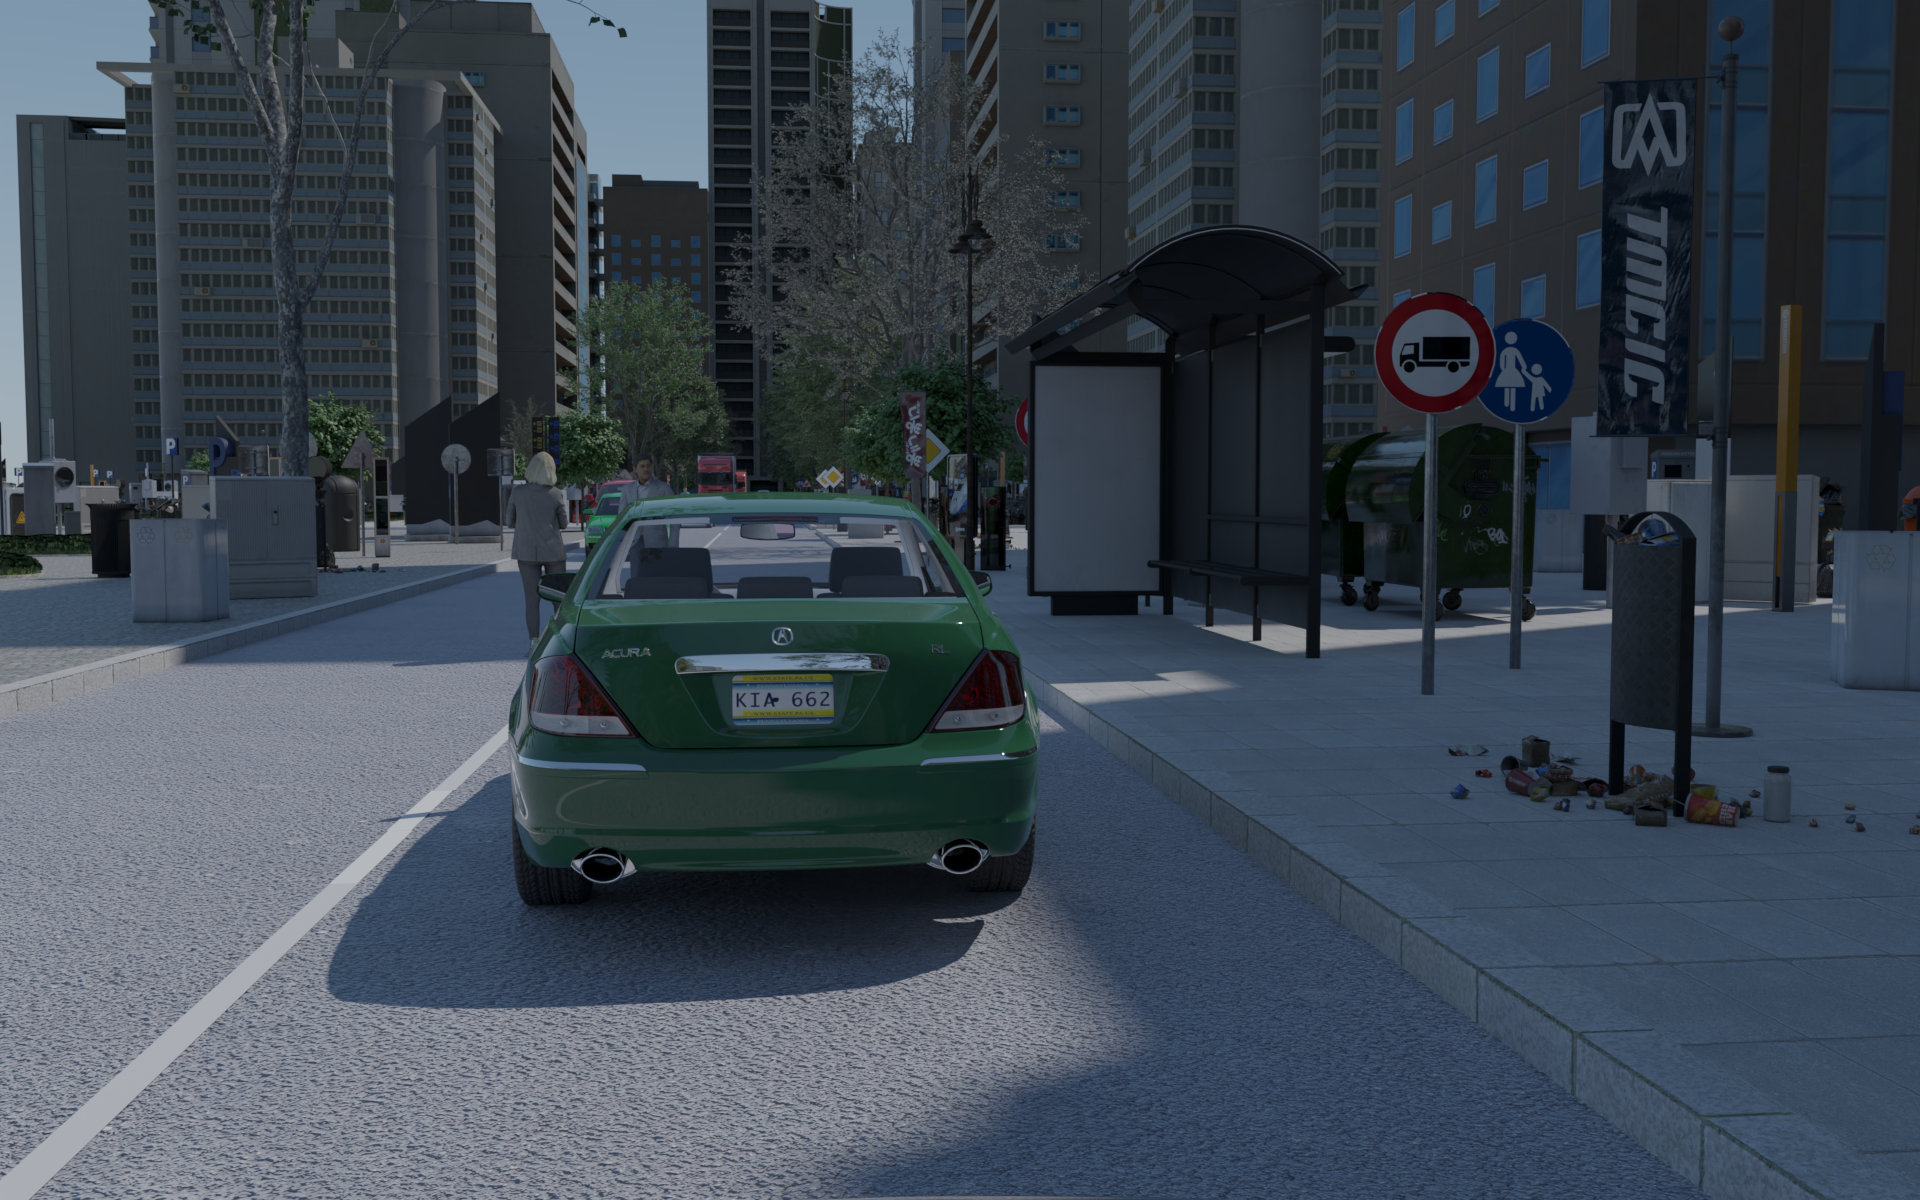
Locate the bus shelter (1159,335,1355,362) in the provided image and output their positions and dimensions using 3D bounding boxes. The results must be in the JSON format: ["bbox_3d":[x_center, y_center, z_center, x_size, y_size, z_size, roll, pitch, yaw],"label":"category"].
[{"bbox_3d":[3.709,-3.029,27.160,2.179,5.291,8.768,0,4,-7],"label":"bus shelter"}]

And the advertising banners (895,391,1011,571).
[{"bbox_3d":[-0.106,-2.017,29.165,2.074,3.025,0.090,2,4,25],"label":"advertising banners"}]

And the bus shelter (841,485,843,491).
[{"bbox_3d":[-9.081,-8.912,139.626,2.014,3.302,5.546,0,4,-7],"label":"bus shelter"}]

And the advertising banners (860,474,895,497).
[{"bbox_3d":[-2.561,-3.909,60.104,2.074,3.025,0.090,0,4,1],"label":"advertising banners"}]

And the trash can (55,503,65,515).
[{"bbox_3d":[-62.281,-6.577,119.194,0.748,1.137,0.748,0,3,0],"label":"trash can"}]

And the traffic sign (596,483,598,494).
[{"bbox_3d":[-15.633,-4.562,74.698,0.768,2.556,0.104,0,4,-4],"label":"traffic sign"}]

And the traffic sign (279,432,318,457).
[{"bbox_3d":[-12.849,-2.050,33.628,0.768,2.556,0.104,0,4,3],"label":"traffic sign"}]

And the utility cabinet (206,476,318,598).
[{"bbox_3d":[-8.566,-0.774,21.326,1.173,1.500,0.318,-3,4,-37],"label":"utility cabinet"}]

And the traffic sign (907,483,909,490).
[{"bbox_3d":[-1.880,-3.841,62.900,0.768,2.556,0.104,0,4,3],"label":"traffic sign"}]

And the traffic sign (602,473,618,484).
[{"bbox_3d":[-12.487,-3.527,61.316,0.795,2.450,0.064,0,4,-6],"label":"traffic sign"}]

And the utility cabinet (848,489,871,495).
[{"bbox_3d":[-4.776,-4.438,81.234,1.173,1.500,0.318,-2,4,-34],"label":"utility cabinet"}]

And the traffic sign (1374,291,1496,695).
[{"bbox_3d":[2.995,-0.667,11.014,0.768,2.556,0.104,0,4,1],"label":"traffic sign"}]

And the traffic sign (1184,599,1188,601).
[{"bbox_3d":[2.737,-1.265,20.794,0.768,2.556,0.104,0,4,1],"label":"traffic sign"}]

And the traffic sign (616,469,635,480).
[{"bbox_3d":[-13.388,-4.013,69.251,0.795,2.450,0.064,0,4,-6],"label":"traffic sign"}]

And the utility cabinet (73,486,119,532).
[{"bbox_3d":[-23.508,-2.355,47.177,0.318,1.500,1.173,2,4,26],"label":"utility cabinet"}]

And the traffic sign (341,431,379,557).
[{"bbox_3d":[-12.245,-2.171,35.501,0.884,2.594,0.081,0,4,-2],"label":"traffic sign"}]

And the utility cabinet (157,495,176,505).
[{"bbox_3d":[-49.817,-5.968,108.740,1.020,1.237,0.306,0,4,3],"label":"utility cabinet"}]

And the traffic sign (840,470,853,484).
[{"bbox_3d":[-6.046,-5.608,91.802,0.768,2.556,0.104,0,4,-4],"label":"traffic sign"}]

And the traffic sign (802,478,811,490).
[{"bbox_3d":[-12.272,-8.487,138.758,0.884,2.594,0.081,0,4,2],"label":"traffic sign"}]

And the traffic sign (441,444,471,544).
[{"bbox_3d":[-12.811,-2.686,44.028,0.768,2.556,0.104,0,4,3],"label":"traffic sign"}]

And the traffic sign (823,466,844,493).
[{"bbox_3d":[-4.541,-3.581,62.195,0.795,2.450,0.064,0,4,-6],"label":"traffic sign"}]

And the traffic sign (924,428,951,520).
[{"bbox_3d":[-0.560,-1.785,30.366,0.795,2.450,0.064,0,4,-4],"label":"traffic sign"}]

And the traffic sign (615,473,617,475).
[{"bbox_3d":[-20.467,-6.304,103.079,0.884,2.594,0.081,0,4,3],"label":"traffic sign"}]

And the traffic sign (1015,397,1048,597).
[{"bbox_3d":[1.058,-1.310,21.524,0.768,2.556,0.104,0,4,-6],"label":"traffic sign"}]

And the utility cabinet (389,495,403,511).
[{"bbox_3d":[-33.493,-5.589,102.548,1.020,1.237,0.306,-3,5,-44],"label":"utility cabinet"}]

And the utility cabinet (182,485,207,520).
[{"bbox_3d":[-18.837,-2.125,43.417,1.173,1.500,0.318,-1,4,-20],"label":"utility cabinet"}]

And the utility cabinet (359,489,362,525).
[{"bbox_3d":[-24.894,-3.776,70.411,1.173,1.500,0.318,-2,4,-24],"label":"utility cabinet"}]

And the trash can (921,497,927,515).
[{"bbox_3d":[-1.554,-4.173,79.874,0.748,1.137,0.748,0,3,0],"label":"trash can"}]

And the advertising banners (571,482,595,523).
[{"bbox_3d":[-16.819,-4.867,75.770,2.074,3.025,0.090,-2,4,-34],"label":"advertising banners"}]

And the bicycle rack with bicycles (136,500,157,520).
[{"bbox_3d":[-40.704,-4.398,85.291,2.925,0.926,2.852,-1,4,-21],"label":"bicycle rack with bicycles"}]

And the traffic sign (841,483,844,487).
[{"bbox_3d":[-6.755,-6.142,101.611,0.795,2.450,0.064,0,4,1],"label":"traffic sign"}]

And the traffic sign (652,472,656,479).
[{"bbox_3d":[-16.247,-5.565,90.991,0.884,2.594,0.081,0,4,-5],"label":"traffic sign"}]

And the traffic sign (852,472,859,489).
[{"bbox_3d":[-6.090,-6.008,98.338,0.768,2.556,0.104,0,4,-3],"label":"traffic sign"}]

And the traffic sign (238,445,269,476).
[{"bbox_3d":[-14.822,-2.094,36.369,0.606,2.300,0.079,0,4,-6],"label":"traffic sign"}]

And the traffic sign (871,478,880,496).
[{"bbox_3d":[-3.404,-4.272,71.038,0.795,2.450,0.064,0,4,3],"label":"traffic sign"}]

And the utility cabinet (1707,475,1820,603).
[{"bbox_3d":[9.487,-0.723,20.504,1.173,1.500,0.318,3,5,41],"label":"utility cabinet"}]

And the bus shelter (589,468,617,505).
[{"bbox_3d":[-19.747,-7.035,92.661,2.179,5.291,8.768,0,4,-6],"label":"bus shelter"}]

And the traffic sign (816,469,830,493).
[{"bbox_3d":[-5.443,-4.066,70.129,0.795,2.450,0.064,0,4,-6],"label":"traffic sign"}]

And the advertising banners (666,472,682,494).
[{"bbox_3d":[-22.657,-8.677,138.050,0.090,3.025,2.074,3,4,38],"label":"advertising banners"}]

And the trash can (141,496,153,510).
[{"bbox_3d":[-52.358,-6.116,111.658,0.748,1.137,0.748,0,3,0],"label":"trash can"}]

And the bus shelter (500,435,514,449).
[{"bbox_3d":[-14.886,-3.575,52.381,2.014,3.302,5.546,0,4,-6],"label":"bus shelter"}]

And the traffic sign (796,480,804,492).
[{"bbox_3d":[-13.121,-8.722,142.705,0.768,2.556,0.104,0,4,-3],"label":"traffic sign"}]

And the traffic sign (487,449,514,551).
[{"bbox_3d":[-10.368,-2.264,39.139,0.606,2.300,0.079,0,4,0],"label":"traffic sign"}]

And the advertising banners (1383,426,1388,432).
[{"bbox_3d":[10.971,-3.015,45.487,0.090,3.025,2.074,0,4,2],"label":"advertising banners"}]

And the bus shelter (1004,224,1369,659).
[{"bbox_3d":[1.775,-1.337,15.776,2.014,3.302,5.546,0,4,-6],"label":"bus shelter"}]

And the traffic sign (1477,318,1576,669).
[{"bbox_3d":[4.082,-0.768,12.658,0.768,2.556,0.104,0,4,-1],"label":"traffic sign"}]

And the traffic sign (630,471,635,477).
[{"bbox_3d":[-17.852,-5.813,95.147,0.768,2.556,0.104,0,4,-3],"label":"traffic sign"}]

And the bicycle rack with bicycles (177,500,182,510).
[{"bbox_3d":[-47.026,-5.468,102.784,2.852,0.926,2.925,-3,5,-43],"label":"bicycle rack with bicycles"}]
